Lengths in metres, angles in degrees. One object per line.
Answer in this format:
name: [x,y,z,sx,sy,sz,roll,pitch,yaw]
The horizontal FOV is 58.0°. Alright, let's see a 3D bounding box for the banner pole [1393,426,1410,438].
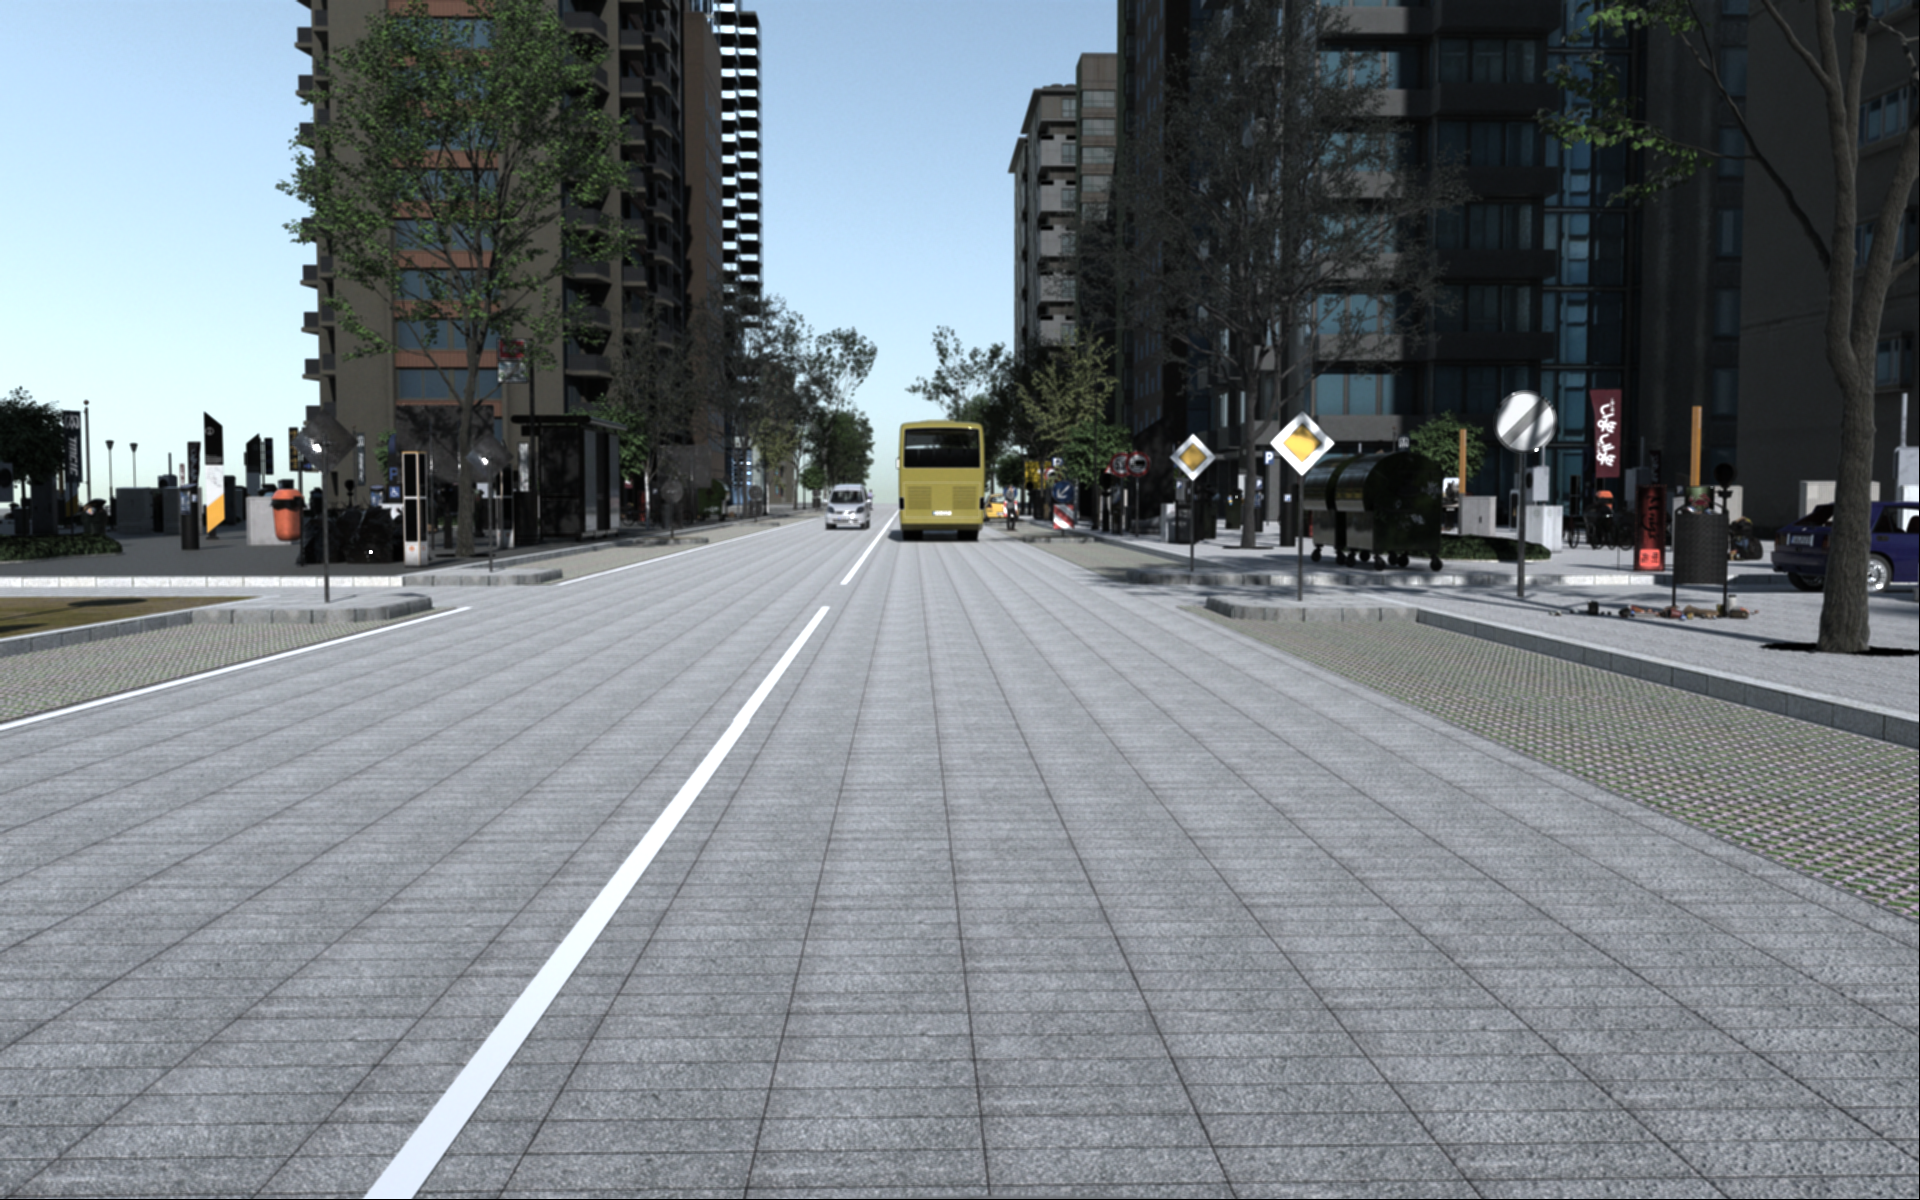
banner pole: [16.155,-4.506,63.686,0.863,3.779,0.401,3,5,42]

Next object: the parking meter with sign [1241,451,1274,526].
parking meter with sign: [12.016,-4.564,70.890,0.543,3.016,1.738,-2,4,-35]

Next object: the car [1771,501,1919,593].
car: [13.963,-0.762,25.034,3.894,1.354,1.945,0,4,-3]

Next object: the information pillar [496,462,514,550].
information pillar: [-10.562,-2.183,40.190,0.304,2.012,0.304,-3,5,-39]

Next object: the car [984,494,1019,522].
car: [2.051,-4.796,88.639,2.015,1.641,3.980,0,4,-2]

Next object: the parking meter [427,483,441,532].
parking meter: [-18.014,-3.264,59.082,0.255,1.863,0.399,0,4,8]

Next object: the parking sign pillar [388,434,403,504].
parking sign pillar: [-17.730,-4.077,55.130,1.447,3.967,1.447,0,4,7]

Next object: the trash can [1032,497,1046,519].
trash can: [4.019,-4.664,87.906,0.748,1.137,0.748,0,3,0]

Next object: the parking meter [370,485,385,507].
parking meter: [-15.951,-2.387,47.437,0.372,1.533,0.369,0,3,0]

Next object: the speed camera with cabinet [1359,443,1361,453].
speed camera with cabinet: [15.532,-4.419,66.588,0.660,3.252,2.038,1,4,14]

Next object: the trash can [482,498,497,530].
trash can: [-17.042,-3.122,62.702,0.748,1.137,0.748,0,3,0]

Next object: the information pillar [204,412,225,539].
information pillar: [-21.125,-3.529,49.046,0.504,3.616,0.183,-1,4,-22]

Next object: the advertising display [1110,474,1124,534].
advertising display: [5.035,-3.074,55.475,0.123,1.923,0.974,-1,4,-14]

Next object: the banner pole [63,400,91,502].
banner pole: [-23.368,-3.422,45.972,0.401,3.779,0.863,3,4,37]

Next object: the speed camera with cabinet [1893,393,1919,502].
speed camera with cabinet: [18.388,-2.385,33.326,0.660,3.252,2.038,2,4,25]

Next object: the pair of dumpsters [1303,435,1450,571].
pair of dumpsters: [7.325,-1.726,30.710,1.574,2.255,4.437,0,4,-1]

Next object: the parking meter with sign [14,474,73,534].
parking meter with sign: [-29.402,-3.627,55.567,1.738,3.016,0.543,0,4,-8]

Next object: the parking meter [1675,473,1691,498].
parking meter: [19.976,-2.578,47.865,0.255,1.863,0.399,-2,4,-29]

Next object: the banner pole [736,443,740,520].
banner pole: [-10.869,-5.818,85.133,0.401,3.779,0.863,0,4,3]

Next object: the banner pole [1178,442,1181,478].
banner pole: [10.422,-5.640,82.223,0.401,3.779,0.863,0,4,-3]

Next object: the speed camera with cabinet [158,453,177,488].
speed camera with cabinet: [-38.603,-5.435,83.201,2.038,3.252,0.660,1,4,20]

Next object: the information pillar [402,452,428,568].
information pillar: [-9.491,-1.571,30.176,0.304,2.012,0.304,1,4,11]

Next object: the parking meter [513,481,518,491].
parking meter: [-20.055,-4.416,77.917,0.399,1.863,0.255,-2,4,-32]

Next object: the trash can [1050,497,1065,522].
trash can: [4.329,-3.954,76.293,0.748,1.137,0.748,0,3,0]

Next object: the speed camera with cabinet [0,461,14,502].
speed camera with cabinet: [-26.913,-3.254,47.532,0.660,3.252,2.038,0,4,8]

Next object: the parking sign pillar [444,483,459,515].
parking sign pillar: [-23.053,-5.538,79.017,1.447,3.967,1.447,1,4,10]

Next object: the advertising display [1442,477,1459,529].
advertising display: [18.137,-3.605,64.162,0.974,1.923,0.123,-2,4,-24]

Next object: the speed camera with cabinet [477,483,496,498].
speed camera with cabinet: [-22.241,-5.348,81.772,0.660,3.252,2.038,0,4,2]

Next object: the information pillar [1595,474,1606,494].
information pillar: [21.995,-3.365,59.517,0.304,2.012,0.304,2,4,28]

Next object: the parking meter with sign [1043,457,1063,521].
parking meter with sign: [4.419,-5.321,83.258,0.543,3.016,1.738,-1,4,-14]

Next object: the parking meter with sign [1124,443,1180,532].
parking meter with sign: [6.526,-3.862,59.407,1.738,3.016,0.543,-1,4,-12]

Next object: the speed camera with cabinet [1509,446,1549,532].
speed camera with cabinet: [19.018,-3.885,57.858,0.660,3.252,2.038,0,4,-3]

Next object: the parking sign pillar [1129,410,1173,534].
parking sign pillar: [6.167,-4.104,55.567,1.447,3.967,1.447,0,4,2]

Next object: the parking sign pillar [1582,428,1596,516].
parking sign pillar: [25.655,-5.005,70.301,1.447,3.967,1.447,0,4,6]

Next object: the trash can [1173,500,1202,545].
trash can: [5.802,-1.992,44.218,0.748,1.137,0.748,0,3,0]

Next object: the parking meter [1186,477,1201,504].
parking meter: [7.331,-2.954,54.015,0.255,1.863,0.399,-1,4,-12]

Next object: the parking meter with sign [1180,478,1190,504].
parking meter with sign: [10.307,-5.104,79.717,0.543,3.016,1.738,3,5,44]

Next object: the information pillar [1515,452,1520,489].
information pillar: [22.126,-4.712,68.398,0.504,3.616,0.183,-2,4,-27]

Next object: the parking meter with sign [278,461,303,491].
parking meter with sign: [-35.121,-5.745,90.191,0.543,3.016,1.738,2,4,34]

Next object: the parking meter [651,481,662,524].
parking meter: [-13.222,-4.266,75.462,0.399,1.863,0.255,1,4,11]

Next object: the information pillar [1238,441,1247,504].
information pillar: [12.096,-5.046,73.863,0.183,3.616,0.504,-3,5,-43]

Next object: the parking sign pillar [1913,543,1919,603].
parking sign pillar: [12.053,-1.946,20.283,1.447,3.967,1.447,-3,5,-42]

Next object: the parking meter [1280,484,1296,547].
parking meter: [8.003,-2.071,42.265,0.372,1.533,0.369,0,3,0]

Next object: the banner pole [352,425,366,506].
banner pole: [-21.651,-4.425,62.363,0.863,3.779,0.401,3,4,36]

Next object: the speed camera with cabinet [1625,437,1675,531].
speed camera with cabinet: [24.142,-4.032,60.252,2.038,3.252,0.660,-1,4,-20]

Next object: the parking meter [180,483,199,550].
parking meter: [-17.791,-1.932,39.997,0.372,1.533,0.369,0,3,0]

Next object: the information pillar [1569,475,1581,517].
information pillar: [23.862,-3.836,67.214,0.304,2.012,0.304,3,5,41]

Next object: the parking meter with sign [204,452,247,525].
parking meter with sign: [-30.511,-4.632,71.997,1.738,3.016,0.543,-1,4,-13]
